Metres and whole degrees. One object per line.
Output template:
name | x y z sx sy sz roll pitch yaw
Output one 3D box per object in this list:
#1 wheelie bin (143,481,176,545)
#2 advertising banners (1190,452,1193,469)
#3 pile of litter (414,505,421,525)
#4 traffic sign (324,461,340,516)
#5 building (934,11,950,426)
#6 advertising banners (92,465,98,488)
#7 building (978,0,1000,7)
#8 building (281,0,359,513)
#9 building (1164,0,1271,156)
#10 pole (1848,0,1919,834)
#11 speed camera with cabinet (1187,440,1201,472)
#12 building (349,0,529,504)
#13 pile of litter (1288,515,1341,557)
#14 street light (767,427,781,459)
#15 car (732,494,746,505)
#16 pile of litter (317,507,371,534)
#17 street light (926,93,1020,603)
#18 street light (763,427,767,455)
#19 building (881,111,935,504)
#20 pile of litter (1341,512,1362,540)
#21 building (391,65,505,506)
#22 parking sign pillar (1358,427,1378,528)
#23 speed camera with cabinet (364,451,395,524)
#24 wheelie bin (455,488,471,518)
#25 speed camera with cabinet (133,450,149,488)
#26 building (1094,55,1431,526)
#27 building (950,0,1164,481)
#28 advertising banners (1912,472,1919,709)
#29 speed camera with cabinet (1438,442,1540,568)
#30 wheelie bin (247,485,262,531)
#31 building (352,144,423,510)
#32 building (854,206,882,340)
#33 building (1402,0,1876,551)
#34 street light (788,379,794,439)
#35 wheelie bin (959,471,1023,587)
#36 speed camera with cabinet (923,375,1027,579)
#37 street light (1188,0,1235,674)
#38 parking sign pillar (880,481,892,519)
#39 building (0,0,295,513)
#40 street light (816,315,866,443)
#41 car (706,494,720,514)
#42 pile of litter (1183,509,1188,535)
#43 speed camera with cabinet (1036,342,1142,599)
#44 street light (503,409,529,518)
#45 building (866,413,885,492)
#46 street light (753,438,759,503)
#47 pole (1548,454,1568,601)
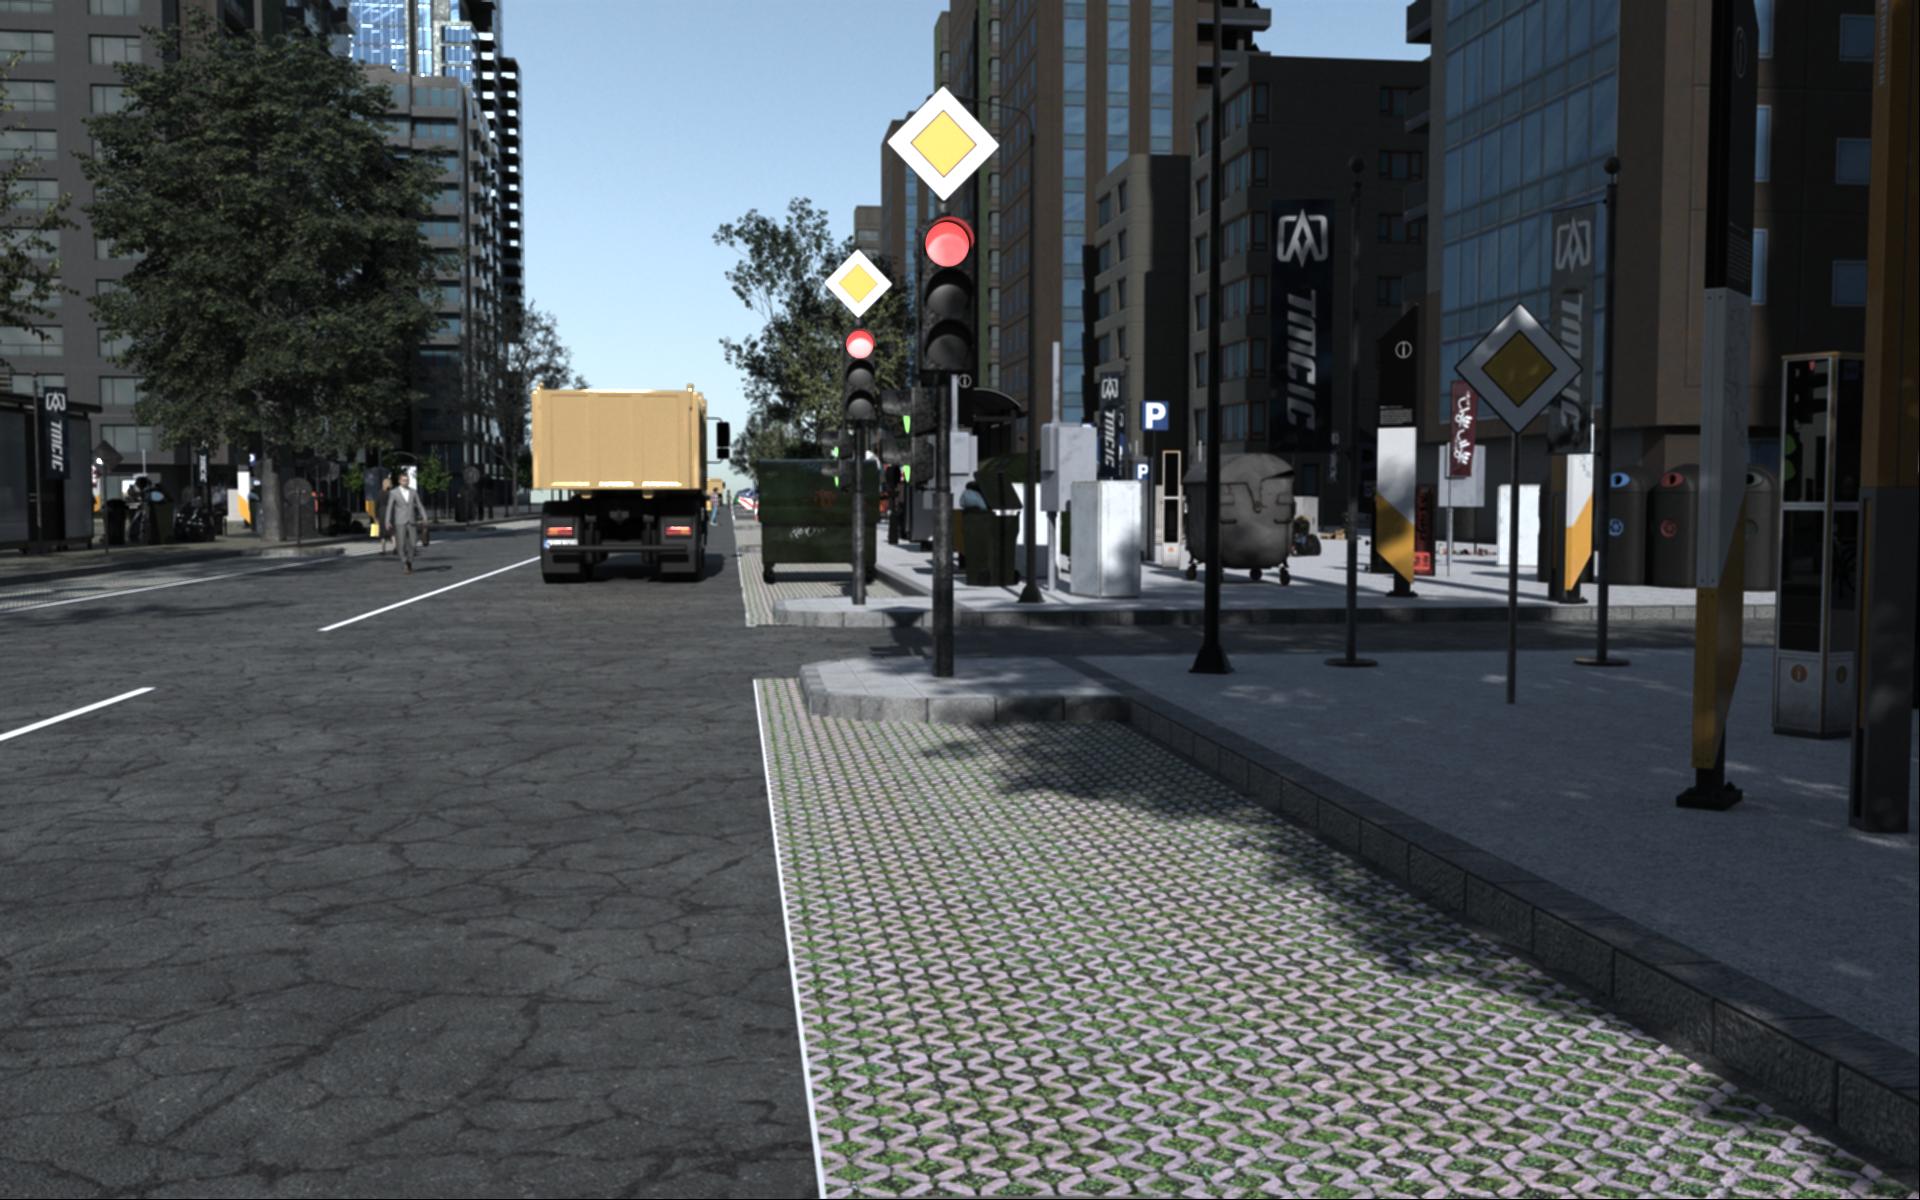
wheelie bin | -20.184 -2.185 43.637 0.693 1.594 0.980 -3 4 -36
advertising banners | 9.770 -4.626 71.828 0.090 3.025 2.074 0 4 -5
pile of litter | -22.968 -3.543 71.886 1.176 0.858 1.719 -1 4 -13
traffic sign | -24.331 -4.083 66.857 0.768 2.556 0.104 0 4 -7
building | 4.532 -28.635 151.777 14.154 41.232 14.086 0 4 -8
advertising banners | -37.219 -4.716 73.287 2.074 3.025 0.090 1 4 19
building | 8.088 -26.890 123.250 14.154 41.232 14.086 0 4 -8
building | -54.138 -30.488 118.092 23.786 49.044 30.456 0 4 -8
building | 10.446 -28.060 108.894 14.600 45.320 14.200 0 4 -8
pole | 3.512 -0.776 6.526 0.158 3.312 0.155 0 3 0
speed camera with cabinet | 9.491 -4.280 64.320 2.038 3.252 0.660 -1 4 -12
building | -68.789 -56.086 229.682 22.319 86.520 31.000 0 4 -8
pile of litter | 6.821 -1.348 36.006 1.719 0.858 1.176 -2 4 -32
street light | -9.649 -7.471 94.687 1.470 5.913 1.316 0 4 -8
car | -27.194 -12.584 214.540 1.959 1.807 4.718 -1 4 -9
pile of litter | -20.042 -2.583 56.202 1.719 0.858 1.176 -1 4 -13
street light | 0.306 -2.920 20.282 1.470 5.913 1.316 0 4 -8
street light | -12.939 -9.020 120.016 1.470 5.913 1.316 0 4 -8
building | -1.731 -33.878 204.012 14.600 45.320 14.200 0 4 -8
pile of litter | 10.847 -2.167 49.395 1.176 0.858 1.719 1 4 10
building | -65.568 -35.517 200.313 23.786 49.044 30.456 0 4 -8
parking sign pillar | 15.473 -4.707 65.434 1.447 3.967 1.447 1 4 18
speed camera with cabinet | -20.431 -4.111 61.558 0.660 3.252 2.038 1 4 8
wheelie bin | -24.164 -4.665 84.187 0.693 1.594 0.980 -3 4 -38
speed camera with cabinet | -36.693 -5.095 77.641 0.660 3.252 2.038 -1 4 -21
building | 23.150 -14.656 84.660 27.650 21.520 28.899 0 4 -8
building | 6.944 -29.792 137.213 14.600 45.320 14.200 0 4 -8
advertising banners | 6.289 -0.851 10.108 2.074 3.025 0.090 1 4 15
speed camera with cabinet | 9.567 -2.222 30.659 2.038 3.252 0.660 2 4 34
wheelie bin | -24.092 -3.165 59.658 0.693 1.594 0.980 2 4 26
building | -52.677 -22.638 141.834 14.160 30.474 14.107 0 4 -8
building | -8.195 -34.524 248.067 14.154 41.232 14.086 0 4 -8
building | 20.432 -23.976 42.114 14.200 45.320 14.600 0 4 -8
street light | -6.320 -5.949 69.812 1.470 5.913 1.316 0 4 -8
wheelie bin | 0.400 -0.998 24.218 0.980 1.594 0.693 -3 5 -45
speed camera with cabinet | 0.488 -1.942 26.092 2.038 3.252 0.660 -1 4 -22
street light | 1.280 -2.429 12.261 1.470 5.913 1.316 0 4 -8
parking sign pillar | -3.505 -6.148 88.990 1.447 3.967 1.447 0 4 5
building | -46.634 -25.279 96.901 14.154 41.232 14.086 0 4 -8
street light | -3.040 -4.437 45.078 1.470 5.913 1.316 0 4 -8
car | -18.268 -6.999 124.652 2.015 1.641 3.980 0 4 -7
pile of litter | 7.226 -2.467 54.294 1.176 0.858 1.719 -1 4 -20
speed camera with cabinet | 1.646 -1.693 22.019 0.660 3.252 2.038 -1 4 -19
street light | -24.106 -7.433 94.067 1.470 5.913 1.316 0 4 -8
building | 1.453 -23.442 228.308 27.650 21.520 28.899 0 4 -8
street light | -16.319 -10.532 144.737 1.470 5.913 1.316 0 4 -8
pole | 7.209 -1.648 20.793 0.158 3.312 0.155 0 3 0
